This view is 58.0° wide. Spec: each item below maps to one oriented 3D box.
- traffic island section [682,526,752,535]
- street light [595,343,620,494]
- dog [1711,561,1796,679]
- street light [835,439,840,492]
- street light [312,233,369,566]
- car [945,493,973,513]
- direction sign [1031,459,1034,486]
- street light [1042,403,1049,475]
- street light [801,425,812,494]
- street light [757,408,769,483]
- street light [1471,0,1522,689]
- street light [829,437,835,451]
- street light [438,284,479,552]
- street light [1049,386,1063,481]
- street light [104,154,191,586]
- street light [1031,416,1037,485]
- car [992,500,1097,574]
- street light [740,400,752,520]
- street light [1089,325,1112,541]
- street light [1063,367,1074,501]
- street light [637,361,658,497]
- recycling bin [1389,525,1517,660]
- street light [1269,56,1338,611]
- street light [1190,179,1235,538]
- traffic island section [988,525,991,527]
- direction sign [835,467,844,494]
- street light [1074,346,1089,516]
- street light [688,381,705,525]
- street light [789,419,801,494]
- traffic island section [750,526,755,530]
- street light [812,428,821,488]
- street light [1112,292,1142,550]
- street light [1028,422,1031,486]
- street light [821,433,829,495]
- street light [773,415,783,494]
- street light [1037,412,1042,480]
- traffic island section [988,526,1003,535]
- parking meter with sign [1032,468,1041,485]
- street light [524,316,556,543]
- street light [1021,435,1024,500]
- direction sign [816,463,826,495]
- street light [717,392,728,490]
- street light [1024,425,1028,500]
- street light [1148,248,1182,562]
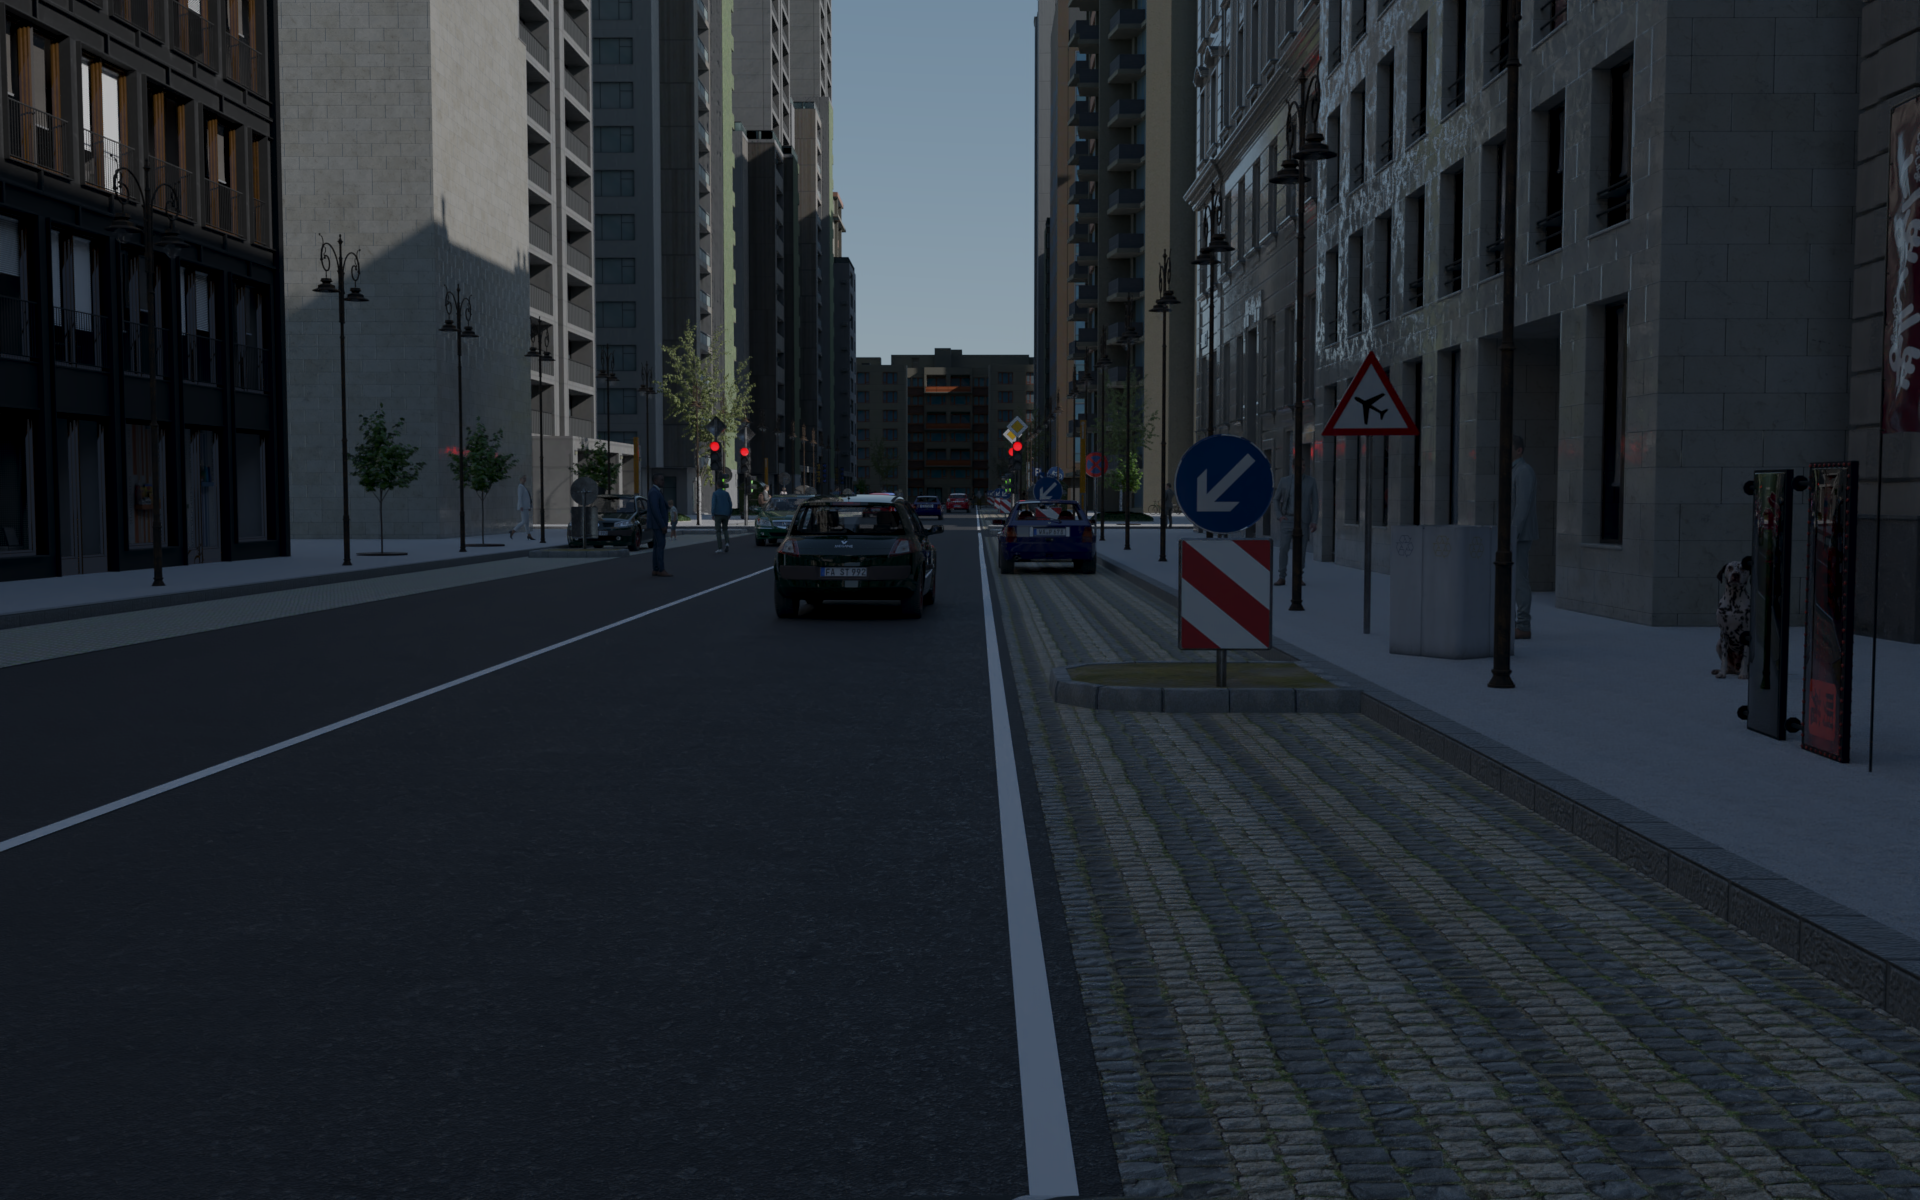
[{"bbox_3d":[-8.767,-2.446,62.270,2.009,0.180,2.903,0,4,1],"label":"traffic island section"},{"bbox_3d":[-10.804,-4.922,53.265,0.468,5.910,1.993,0,4,1],"label":"street light"},{"bbox_3d":[5.592,0.135,12.171,0.800,0.831,0.513,-1,4,-16],"label":"dog"},{"bbox_3d":[-10.061,-10.356,142.106,0.468,5.910,1.993,0,4,1],"label":"street light"},{"bbox_3d":[-11.017,-3.558,30.960,0.468,5.910,1.993,0,4,1],"label":"street light"},{"bbox_3d":[-0.108,-7.640,133.957,2.155,1.783,4.494,0,4,2],"label":"car"},{"bbox_3d":[4.620,-7.337,111.956,0.379,3.537,0.876,-1,4,-13],"label":"direction sign"},{"bbox_3d":[4.260,-6.648,81.489,0.468,5.910,1.993,0,4,1],"label":"street light"},{"bbox_3d":[-10.274,-8.643,114.104,0.468,5.910,1.993,0,4,1],"label":"street light"},{"bbox_3d":[-10.520,-7.325,92.547,0.468,5.910,1.993,0,4,1],"label":"street light"},{"bbox_3d":[3.597,-2.357,11.329,0.468,5.910,1.993,0,4,1],"label":"street light"},{"bbox_3d":[-10.253,-9.931,135.161,0.468,5.910,1.993,0,4,1],"label":"street light"},{"bbox_3d":[-11.018,-4.001,38.211,0.468,5.910,1.993,0,4,1],"label":"street light"},{"bbox_3d":[4.223,-6.224,74.543,0.468,5.910,1.993,0,4,1],"label":"street light"},{"bbox_3d":[-11.196,-3.133,24.015,0.468,5.910,1.993,0,4,1],"label":"street light"},{"bbox_3d":[4.344,-7.498,95.381,0.468,5.910,1.993,0,4,1],"label":"street light"},{"bbox_3d":[1.579,-1.197,32.150,1.945,1.354,3.894,0,4,0],"label":"car"},{"bbox_3d":[-10.532,-6.900,85.601,0.468,5.910,1.993,0,4,1],"label":"street light"},{"bbox_3d":[3.916,-4.569,47.484,0.468,5.910,1.993,0,4,1],"label":"street light"},{"bbox_3d":[4.065,-5.437,61.675,0.468,5.910,1.993,0,4,1],"label":"street light"},{"bbox_3d":[-10.868,-5.351,60.278,0.468,5.910,1.993,0,4,1],"label":"street light"},{"bbox_3d":[3.935,-0.079,13.838,0.722,1.027,0.722,-2,4,-35],"label":"recycling bin"},{"bbox_3d":[3.711,-2.821,18.914,0.468,5.910,1.993,0,4,1],"label":"street light"},{"bbox_3d":[3.749,-3.246,25.860,0.468,5.910,1.993,0,4,1],"label":"street light"},{"bbox_3d":[2.144,-2.928,70.155,2.009,0.180,2.903,0,4,1],"label":"traffic island section"},{"bbox_3d":[-10.035,-9.298,144.020,0.876,3.537,0.379,-3,4,-37],"label":"direction sign"},{"bbox_3d":[3.964,-4.993,54.430,0.468,5.910,1.993,0,4,1],"label":"street light"},{"bbox_3d":[-10.740,-5.997,70.832,0.468,5.910,1.993,0,4,1],"label":"street light"},{"bbox_3d":[-10.312,-8.194,106.756,0.468,5.910,1.993,0,4,1],"label":"street light"},{"bbox_3d":[-8.697,-2.934,70.254,2.009,0.180,2.903,0,4,1],"label":"traffic island section"},{"bbox_3d":[-10.235,-9.068,121.050,0.468,5.910,1.993,0,4,1],"label":"street light"},{"bbox_3d":[3.859,-4.096,39.752,0.468,5.910,1.993,0,4,1],"label":"street light"},{"bbox_3d":[4.446,-7.936,102.538,0.468,5.910,1.993,0,4,1],"label":"street light"},{"bbox_3d":[-10.211,-9.506,128.214,0.468,5.910,1.993,0,4,1],"label":"street light"},{"bbox_3d":[-10.445,-7.750,99.493,0.468,5.910,1.993,0,4,1],"label":"street light"},{"bbox_3d":[4.354,-7.073,88.434,0.468,5.910,1.993,0,4,1],"label":"street light"},{"bbox_3d":[2.074,-2.440,62.170,2.009,0.180,2.903,0,4,1],"label":"traffic island section"},{"bbox_3d":[4.989,-7.227,114.427,0.543,3.016,1.738,1,4,11],"label":"parking meter with sign"},{"bbox_3d":[-10.919,-4.426,45.156,0.468,5.910,1.993,0,4,1],"label":"street light"},{"bbox_3d":[4.539,-8.785,116.430,0.468,5.910,1.993,0,4,1],"label":"street light"},{"bbox_3d":[-10.061,-8.177,125.690,0.876,3.537,0.379,-3,4,-39],"label":"direction sign"},{"bbox_3d":[-10.688,-6.459,78.385,0.468,5.910,1.993,0,4,1],"label":"street light"},{"bbox_3d":[4.480,-8.361,109.484,0.468,5.910,1.993,0,4,1],"label":"street light"},{"bbox_3d":[3.862,-3.671,32.806,0.468,5.910,1.993,0,4,1],"label":"street light"}]
